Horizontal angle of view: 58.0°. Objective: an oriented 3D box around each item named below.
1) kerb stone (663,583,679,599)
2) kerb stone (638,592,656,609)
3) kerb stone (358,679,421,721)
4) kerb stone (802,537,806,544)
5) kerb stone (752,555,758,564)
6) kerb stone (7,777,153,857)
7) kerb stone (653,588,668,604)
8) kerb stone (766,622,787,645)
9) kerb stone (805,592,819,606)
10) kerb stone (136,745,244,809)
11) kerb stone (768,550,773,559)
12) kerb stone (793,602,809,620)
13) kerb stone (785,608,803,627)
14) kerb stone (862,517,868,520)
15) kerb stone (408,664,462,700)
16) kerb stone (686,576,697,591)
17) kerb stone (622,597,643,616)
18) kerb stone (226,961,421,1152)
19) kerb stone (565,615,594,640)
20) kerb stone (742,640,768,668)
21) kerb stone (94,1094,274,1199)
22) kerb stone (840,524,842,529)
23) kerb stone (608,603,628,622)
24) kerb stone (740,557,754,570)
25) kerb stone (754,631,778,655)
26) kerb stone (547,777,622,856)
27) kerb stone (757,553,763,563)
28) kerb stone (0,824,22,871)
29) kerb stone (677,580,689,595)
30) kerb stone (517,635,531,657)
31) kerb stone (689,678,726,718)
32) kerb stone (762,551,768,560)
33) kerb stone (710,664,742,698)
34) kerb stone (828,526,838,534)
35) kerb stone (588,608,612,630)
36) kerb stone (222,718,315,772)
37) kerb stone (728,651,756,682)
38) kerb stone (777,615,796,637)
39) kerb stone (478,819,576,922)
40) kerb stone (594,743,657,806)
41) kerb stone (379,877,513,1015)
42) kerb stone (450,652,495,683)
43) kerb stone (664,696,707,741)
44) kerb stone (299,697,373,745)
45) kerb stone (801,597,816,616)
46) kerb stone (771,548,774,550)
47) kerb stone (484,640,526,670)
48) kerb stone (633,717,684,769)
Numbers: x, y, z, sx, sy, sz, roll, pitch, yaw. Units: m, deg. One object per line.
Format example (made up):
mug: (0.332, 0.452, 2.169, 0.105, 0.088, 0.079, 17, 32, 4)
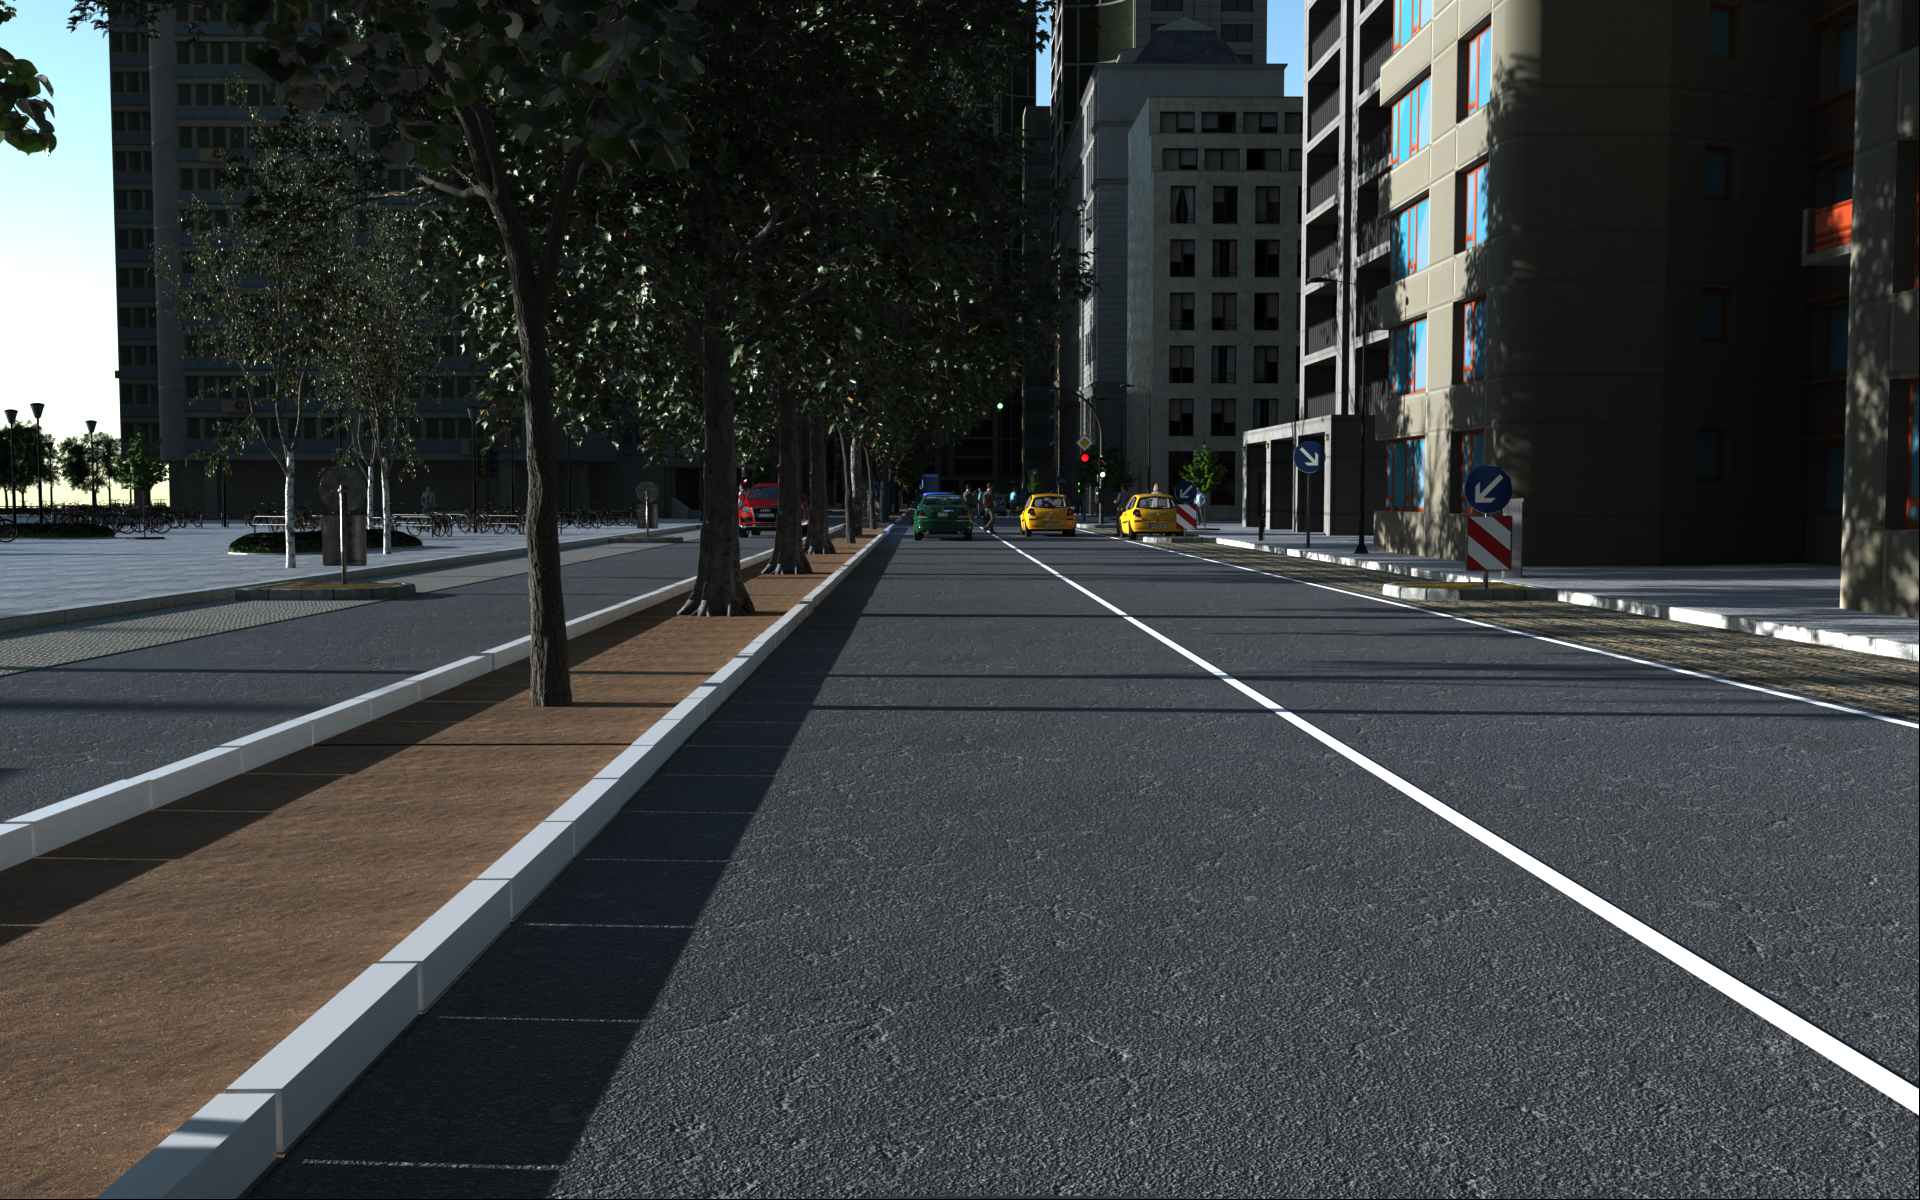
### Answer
kerb stone: (-4.012, -0.091, 23.688, 0.120, 0.150, 1.000, 0, 4, -1)
kerb stone: (-3.969, 0.035, 21.637, 0.120, 0.150, 1.000, 0, 4, -1)
kerb stone: (-3.764, 0.663, 11.373, 0.120, 0.150, 1.000, 0, 4, -1)
kerb stone: (-4.539, -1.784, 51.363, 0.120, 0.150, 1.000, 0, 4, -1)
kerb stone: (-4.231, -0.781, 34.957, 0.120, 0.150, 1.000, 0, 4, -1)
kerb stone: (-3.693, 0.912, 7.286, 0.120, 0.150, 1.000, 0, 4, -1)
kerb stone: (-3.991, -0.022, 22.667, 0.120, 0.150, 1.000, 0, 4, -1)
kerb stone: (-1.772, 0.348, 16.508, 0.120, 0.150, 1.000, 0, 4, -1)
kerb stone: (-1.880, 0.035, 21.633, 0.120, 0.150, 1.000, 0, 4, -1)
kerb stone: (-3.708, 0.856, 8.308, 0.120, 0.150, 1.000, 0, 4, -1)
kerb stone: (-4.279, -0.968, 38.036, 0.120, 0.150, 1.000, 0, 4, -1)
kerb stone: (-1.829, 0.161, 19.578, 0.120, 0.150, 1.000, 0, 4, -1)
kerb stone: (-1.809, 0.223, 18.556, 0.120, 0.150, 1.000, 0, 4, -1)
kerb stone: (-5.506, -4.817, 101.109, 0.120, 0.150, 1.000, 0, 4, -1)
kerb stone: (-3.786, 0.598, 12.412, 0.120, 0.150, 1.000, 0, 4, -1)
kerb stone: (-4.048, -0.216, 25.732, 0.120, 0.150, 1.000, 0, 4, -1)
kerb stone: (-3.947, 0.098, 20.616, 0.120, 0.150, 1.000, 0, 4, -1)
kerb stone: (-1.533, 1.098, 4.238, 0.120, 0.150, 1.000, 0, 4, -1)
kerb stone: (-3.888, 0.285, 17.538, 0.120, 0.150, 1.000, 0, 4, -1)
kerb stone: (-1.733, 0.474, 14.463, 0.120, 0.150, 1.000, 0, 4, -1)
kerb stone: (-1.515, 1.161, 3.210, 0.120, 0.150, 1.000, 0, 4, -1)
kerb stone: (-4.875, -2.846, 68.759, 0.120, 0.150, 1.000, 0, 4, -1)
kerb stone: (-3.928, 0.164, 19.581, 0.120, 0.150, 1.000, 0, 4, -1)
kerb stone: (-4.206, -0.718, 33.934, 0.120, 0.150, 1.000, 0, 4, -1)
kerb stone: (-1.757, 0.410, 15.485, 0.120, 0.150, 1.000, 0, 4, -1)
kerb stone: (-1.585, 0.912, 7.310, 0.120, 0.150, 1.000, 0, 4, -1)
kerb stone: (-4.247, -0.838, 35.993, 0.120, 0.150, 1.000, 0, 4, -1)
kerb stone: (-3.675, 0.979, 6.264, 0.120, 0.150, 1.000, 0, 4, -1)
kerb stone: (-4.032, -0.154, 24.710, 0.120, 0.150, 1.000, 0, 4, -1)
kerb stone: (-3.849, 0.410, 15.493, 0.120, 0.150, 1.000, 0, 4, -1)
kerb stone: (-1.674, 0.660, 11.398, 0.120, 0.150, 1.000, 0, 4, -1)
kerb stone: (-4.268, -0.904, 37.014, 0.120, 0.150, 1.000, 0, 4, -1)
kerb stone: (-1.692, 0.599, 12.420, 0.120, 0.150, 1.000, 0, 4, -1)
kerb stone: (-4.816, -2.660, 65.693, 0.120, 0.150, 1.000, 0, 4, -1)
kerb stone: (-3.906, 0.222, 18.559, 0.120, 0.150, 1.000, 0, 4, -1)
kerb stone: (-3.727, 0.787, 9.329, 0.120, 0.150, 1.000, 0, 4, -1)
kerb stone: (-1.709, 0.539, 13.442, 0.120, 0.150, 1.000, 0, 4, -1)
kerb stone: (-1.787, 0.285, 17.530, 0.120, 0.150, 1.000, 0, 4, -1)
kerb stone: (-1.566, 0.974, 6.288, 0.120, 0.150, 1.000, 0, 4, -1)
kerb stone: (-1.609, 0.848, 8.332, 0.120, 0.150, 1.000, 0, 4, -1)
kerb stone: (-1.546, 1.036, 5.260, 0.120, 0.150, 1.000, 0, 4, -1)
kerb stone: (-3.814, 0.540, 13.434, 0.120, 0.150, 1.000, 0, 4, -1)
kerb stone: (-1.656, 0.723, 10.375, 0.120, 0.150, 1.000, 0, 4, -1)
kerb stone: (-3.746, 0.726, 10.351, 0.120, 0.150, 1.000, 0, 4, -1)
kerb stone: (-1.839, 0.101, 20.610, 0.120, 0.150, 1.000, 0, 4, -1)
kerb stone: (-4.302, -1.030, 39.068, 0.120, 0.150, 1.000, 0, 4, -1)
kerb stone: (-3.826, 0.472, 14.471, 0.120, 0.150, 1.000, 0, 4, -1)
kerb stone: (-1.633, 0.785, 9.353, 0.120, 0.150, 1.000, 0, 4, -1)
